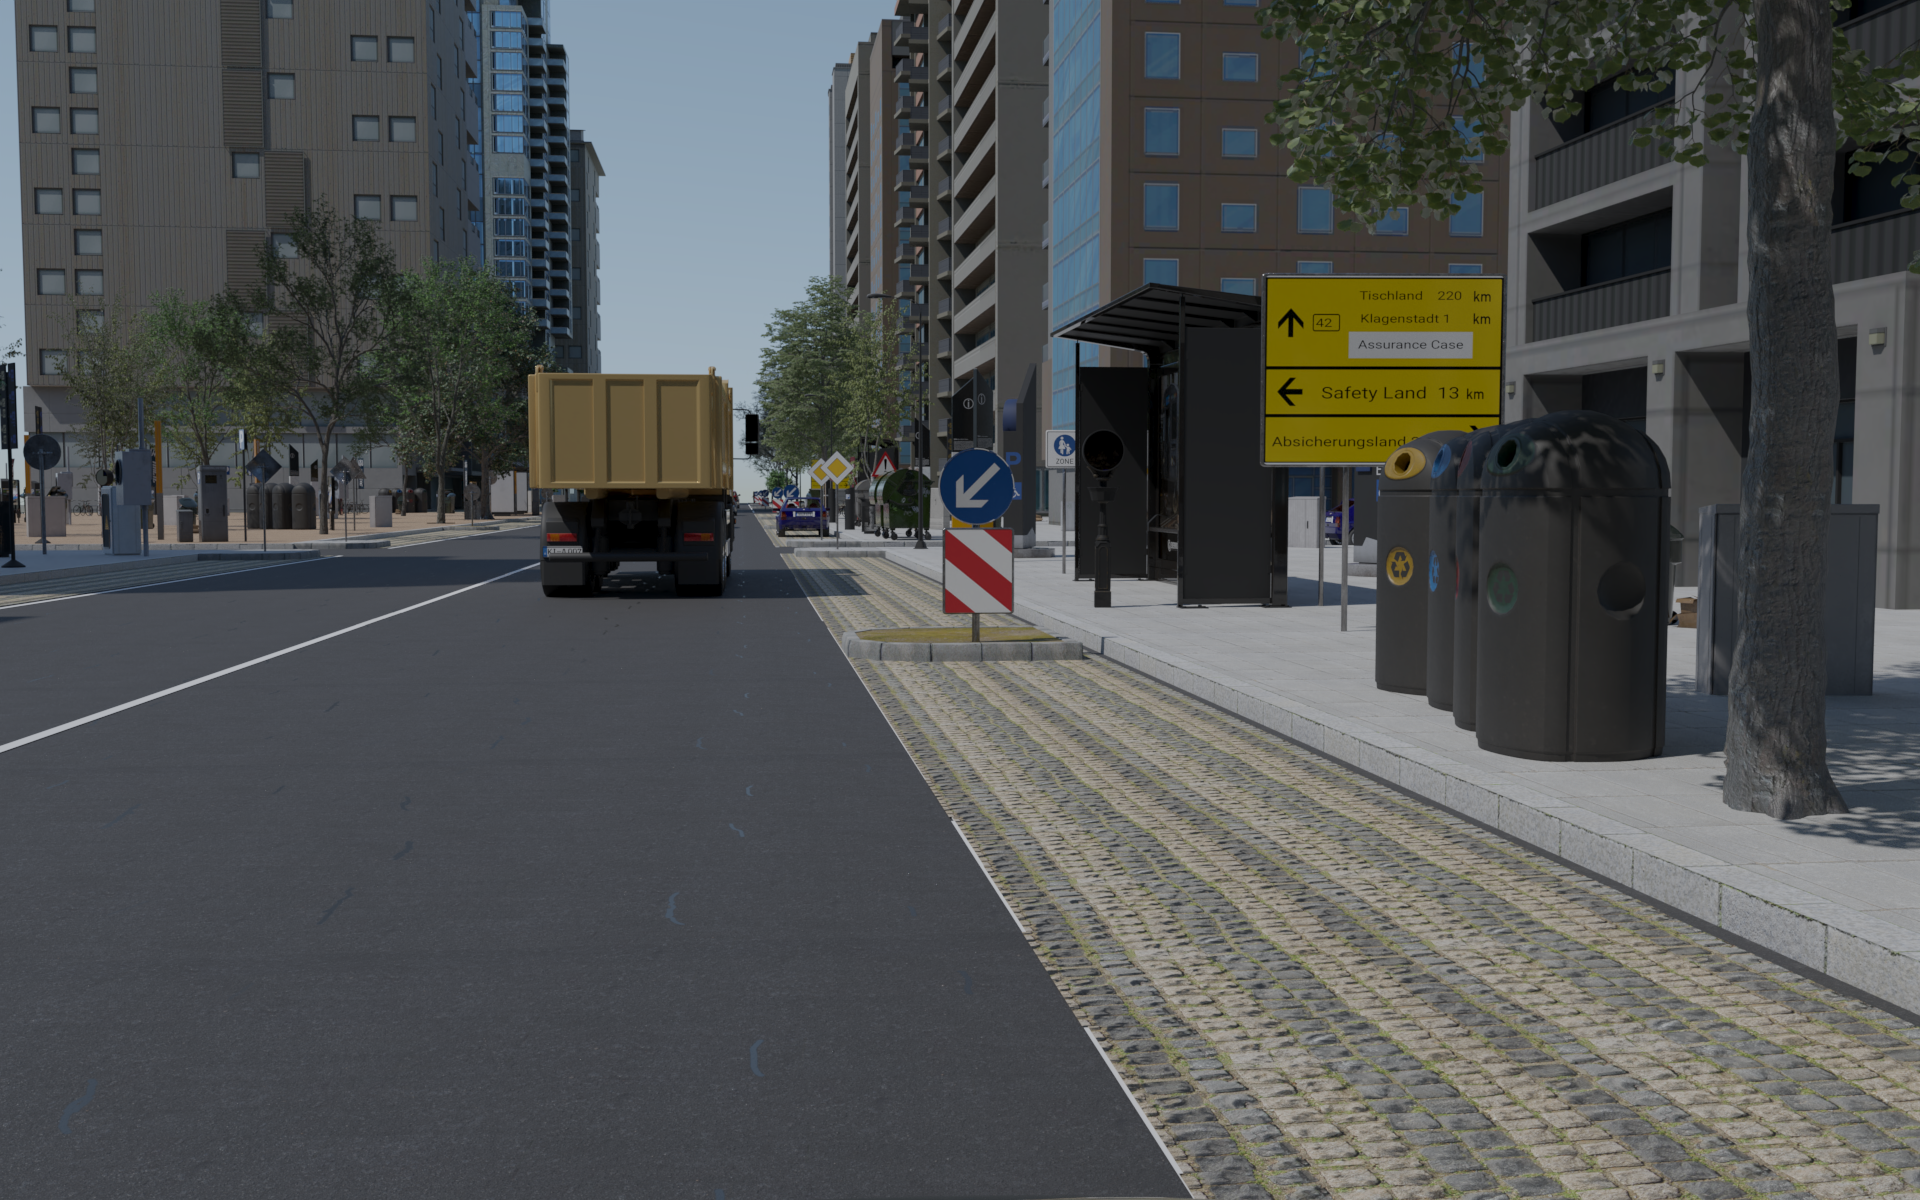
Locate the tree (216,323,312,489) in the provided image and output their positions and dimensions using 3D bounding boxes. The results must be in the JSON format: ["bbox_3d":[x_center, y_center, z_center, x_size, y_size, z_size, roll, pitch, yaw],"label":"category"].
[{"bbox_3d":[-30.398,-7.636,75.205,4.737,8.622,4.395,0,3,0],"label":"tree"}]

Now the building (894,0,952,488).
[{"bbox_3d":[6.160,-29.797,141.807,22.147,44.769,28.867,0,4,-7],"label":"building"}]

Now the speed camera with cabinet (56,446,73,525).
[{"bbox_3d":[-37.574,-4.780,72.495,0.660,3.252,2.038,-2,4,-32],"label":"speed camera with cabinet"}]

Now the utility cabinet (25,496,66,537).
[{"bbox_3d":[-27.373,-2.490,51.868,1.020,1.237,0.306,-3,5,-40],"label":"utility cabinet"}]

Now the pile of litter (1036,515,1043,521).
[{"bbox_3d":[3.348,-4.093,80.893,1.719,0.858,1.176,-1,4,-20],"label":"pile of litter"}]

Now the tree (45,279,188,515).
[{"bbox_3d":[-29.459,-6.717,60.191,4.360,8.622,3.978,0,3,0],"label":"tree"}]

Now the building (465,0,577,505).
[{"bbox_3d":[-60.629,-55.656,222.647,22.319,86.520,31.000,0,4,-7],"label":"building"}]

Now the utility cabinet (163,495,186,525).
[{"bbox_3d":[-32.345,-3.662,71.039,1.020,1.237,0.306,2,4,25],"label":"utility cabinet"}]

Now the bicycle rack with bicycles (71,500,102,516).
[{"bbox_3d":[-51.079,-5.335,100.608,2.852,0.926,2.925,-3,5,-44],"label":"bicycle rack with bicycles"}]

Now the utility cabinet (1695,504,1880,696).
[{"bbox_3d":[5.307,0.001,11.143,1.020,1.237,0.306,0,4,2],"label":"utility cabinet"}]

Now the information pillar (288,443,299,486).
[{"bbox_3d":[-30.886,-5.441,80.320,0.183,3.616,0.504,3,4,37],"label":"information pillar"}]

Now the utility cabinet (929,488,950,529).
[{"bbox_3d":[-0.830,-3.305,62.715,0.318,1.500,1.173,-2,4,-35],"label":"utility cabinet"}]

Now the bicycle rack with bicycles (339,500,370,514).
[{"bbox_3d":[-39.533,-6.054,112.358,2.852,0.926,2.925,3,5,43],"label":"bicycle rack with bicycles"}]

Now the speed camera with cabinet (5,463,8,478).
[{"bbox_3d":[-60.709,-7.042,109.480,0.660,3.252,2.038,1,4,22],"label":"speed camera with cabinet"}]

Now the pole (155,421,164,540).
[{"bbox_3d":[-22.356,-3.335,48.364,0.158,3.312,0.155,0,3,0],"label":"pole"}]

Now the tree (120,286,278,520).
[{"bbox_3d":[-38.183,-9.890,87.450,9.928,11.665,9.643,0,3,0],"label":"tree"}]

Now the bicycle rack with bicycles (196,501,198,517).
[{"bbox_3d":[-42.237,-4.992,94.999,2.852,0.926,2.925,-3,5,-41],"label":"bicycle rack with bicycles"}]

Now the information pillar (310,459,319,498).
[{"bbox_3d":[-42.804,-7.557,114.918,0.504,3.616,0.183,-3,5,-39],"label":"information pillar"}]

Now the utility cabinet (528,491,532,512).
[{"bbox_3d":[-29.791,-6.752,119.067,1.173,1.500,0.318,2,4,30],"label":"utility cabinet"}]

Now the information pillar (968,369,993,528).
[{"bbox_3d":[0.429,-2.522,32.587,0.183,3.616,0.504,3,5,42],"label":"information pillar"}]

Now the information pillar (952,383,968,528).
[{"bbox_3d":[0.090,-2.629,34.331,0.504,3.616,0.183,-1,4,-9],"label":"information pillar"}]

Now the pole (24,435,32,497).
[{"bbox_3d":[-32.108,-4.027,59.682,0.158,3.312,0.155,0,3,0],"label":"pole"}]

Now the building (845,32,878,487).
[{"bbox_3d":[-0.600,-34.059,180.561,21.300,48.544,21.600,0,4,-7],"label":"building"}]

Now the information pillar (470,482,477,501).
[{"bbox_3d":[-29.692,-6.191,105.711,0.304,2.012,0.304,-3,4,-37],"label":"information pillar"}]

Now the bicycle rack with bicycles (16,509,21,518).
[{"bbox_3d":[-51.202,-4.835,92.441,2.852,0.926,2.925,-1,4,-16],"label":"bicycle rack with bicycles"}]

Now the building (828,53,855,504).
[{"bbox_3d":[-7.544,-42.669,239.630,21.231,58.520,28.212,0,4,-7],"label":"building"}]

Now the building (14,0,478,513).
[{"bbox_3d":[-51.697,-33.132,130.950,28.713,52.752,27.495,0,4,-7],"label":"building"}]

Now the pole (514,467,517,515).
[{"bbox_3d":[-27.257,-6.872,106.202,0.158,3.312,0.155,0,3,0],"label":"pole"}]

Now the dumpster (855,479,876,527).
[{"bbox_3d":[-3.518,-3.818,68.184,1.264,1.857,1.865,0,4,-7],"label":"dumpster"}]

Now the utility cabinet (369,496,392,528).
[{"bbox_3d":[-22.380,-3.411,66.926,0.306,1.237,1.020,1,4,19],"label":"utility cabinet"}]

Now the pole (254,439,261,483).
[{"bbox_3d":[-26.212,-4.331,64.651,0.158,3.312,0.155,0,3,0],"label":"pole"}]

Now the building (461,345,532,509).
[{"bbox_3d":[-55.299,-19.252,159.817,27.650,21.520,28.899,0,4,-7],"label":"building"}]

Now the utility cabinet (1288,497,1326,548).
[{"bbox_3d":[8.272,-1.849,41.392,0.306,1.237,1.020,-2,4,-32],"label":"utility cabinet"}]

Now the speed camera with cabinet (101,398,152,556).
[{"bbox_3d":[-17.419,-2.557,36.145,0.660,3.252,2.038,-3,4,-37],"label":"speed camera with cabinet"}]

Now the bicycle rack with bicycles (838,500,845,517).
[{"bbox_3d":[-8.564,-5.842,108.897,2.852,0.926,2.925,-1,4,-18],"label":"bicycle rack with bicycles"}]

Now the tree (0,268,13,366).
[{"bbox_3d":[-30.623,-6.241,52.409,4.360,8.622,3.978,0,3,0],"label":"tree"}]

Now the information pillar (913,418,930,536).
[{"bbox_3d":[-1.156,-3.751,52.687,0.504,3.616,0.183,0,4,7],"label":"information pillar"}]

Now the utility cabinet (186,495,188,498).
[{"bbox_3d":[-44.051,-5.303,97.865,1.020,1.237,0.306,2,4,26],"label":"utility cabinet"}]

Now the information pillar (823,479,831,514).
[{"bbox_3d":[-6.433,-4.861,83.974,0.304,2.012,0.304,-1,4,-22],"label":"information pillar"}]

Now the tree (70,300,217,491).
[{"bbox_3d":[-32.195,-7.114,66.676,4.737,8.622,4.395,0,3,0],"label":"tree"}]

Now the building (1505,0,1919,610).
[{"bbox_3d":[19.910,-35.751,22.775,20.563,71.187,20.611,0,4,-7],"label":"building"}]

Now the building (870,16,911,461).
[{"bbox_3d":[-0.973,-31.342,162.557,14.600,45.320,14.200,0,4,-7],"label":"building"}]

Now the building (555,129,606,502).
[{"bbox_3d":[-66.819,-40.556,252.323,28.713,52.752,27.495,0,4,-7],"label":"building"}]

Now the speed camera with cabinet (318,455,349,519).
[{"bbox_3d":[-32.112,-5.773,88.732,2.038,3.252,0.660,3,5,41],"label":"speed camera with cabinet"}]

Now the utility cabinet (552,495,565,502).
[{"bbox_3d":[-27.978,-6.723,121.087,1.020,1.237,0.306,-2,4,-30],"label":"utility cabinet"}]

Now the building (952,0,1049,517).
[{"bbox_3d":[11.339,-29.563,107.056,21.300,48.544,21.600,0,4,-7],"label":"building"}]

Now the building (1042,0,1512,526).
[{"bbox_3d":[11.261,-25.389,65.227,14.200,45.320,14.600,0,4,-7],"label":"building"}]

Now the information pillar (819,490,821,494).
[{"bbox_3d":[-9.814,-7.041,119.617,0.304,2.012,0.304,3,5,40],"label":"information pillar"}]
